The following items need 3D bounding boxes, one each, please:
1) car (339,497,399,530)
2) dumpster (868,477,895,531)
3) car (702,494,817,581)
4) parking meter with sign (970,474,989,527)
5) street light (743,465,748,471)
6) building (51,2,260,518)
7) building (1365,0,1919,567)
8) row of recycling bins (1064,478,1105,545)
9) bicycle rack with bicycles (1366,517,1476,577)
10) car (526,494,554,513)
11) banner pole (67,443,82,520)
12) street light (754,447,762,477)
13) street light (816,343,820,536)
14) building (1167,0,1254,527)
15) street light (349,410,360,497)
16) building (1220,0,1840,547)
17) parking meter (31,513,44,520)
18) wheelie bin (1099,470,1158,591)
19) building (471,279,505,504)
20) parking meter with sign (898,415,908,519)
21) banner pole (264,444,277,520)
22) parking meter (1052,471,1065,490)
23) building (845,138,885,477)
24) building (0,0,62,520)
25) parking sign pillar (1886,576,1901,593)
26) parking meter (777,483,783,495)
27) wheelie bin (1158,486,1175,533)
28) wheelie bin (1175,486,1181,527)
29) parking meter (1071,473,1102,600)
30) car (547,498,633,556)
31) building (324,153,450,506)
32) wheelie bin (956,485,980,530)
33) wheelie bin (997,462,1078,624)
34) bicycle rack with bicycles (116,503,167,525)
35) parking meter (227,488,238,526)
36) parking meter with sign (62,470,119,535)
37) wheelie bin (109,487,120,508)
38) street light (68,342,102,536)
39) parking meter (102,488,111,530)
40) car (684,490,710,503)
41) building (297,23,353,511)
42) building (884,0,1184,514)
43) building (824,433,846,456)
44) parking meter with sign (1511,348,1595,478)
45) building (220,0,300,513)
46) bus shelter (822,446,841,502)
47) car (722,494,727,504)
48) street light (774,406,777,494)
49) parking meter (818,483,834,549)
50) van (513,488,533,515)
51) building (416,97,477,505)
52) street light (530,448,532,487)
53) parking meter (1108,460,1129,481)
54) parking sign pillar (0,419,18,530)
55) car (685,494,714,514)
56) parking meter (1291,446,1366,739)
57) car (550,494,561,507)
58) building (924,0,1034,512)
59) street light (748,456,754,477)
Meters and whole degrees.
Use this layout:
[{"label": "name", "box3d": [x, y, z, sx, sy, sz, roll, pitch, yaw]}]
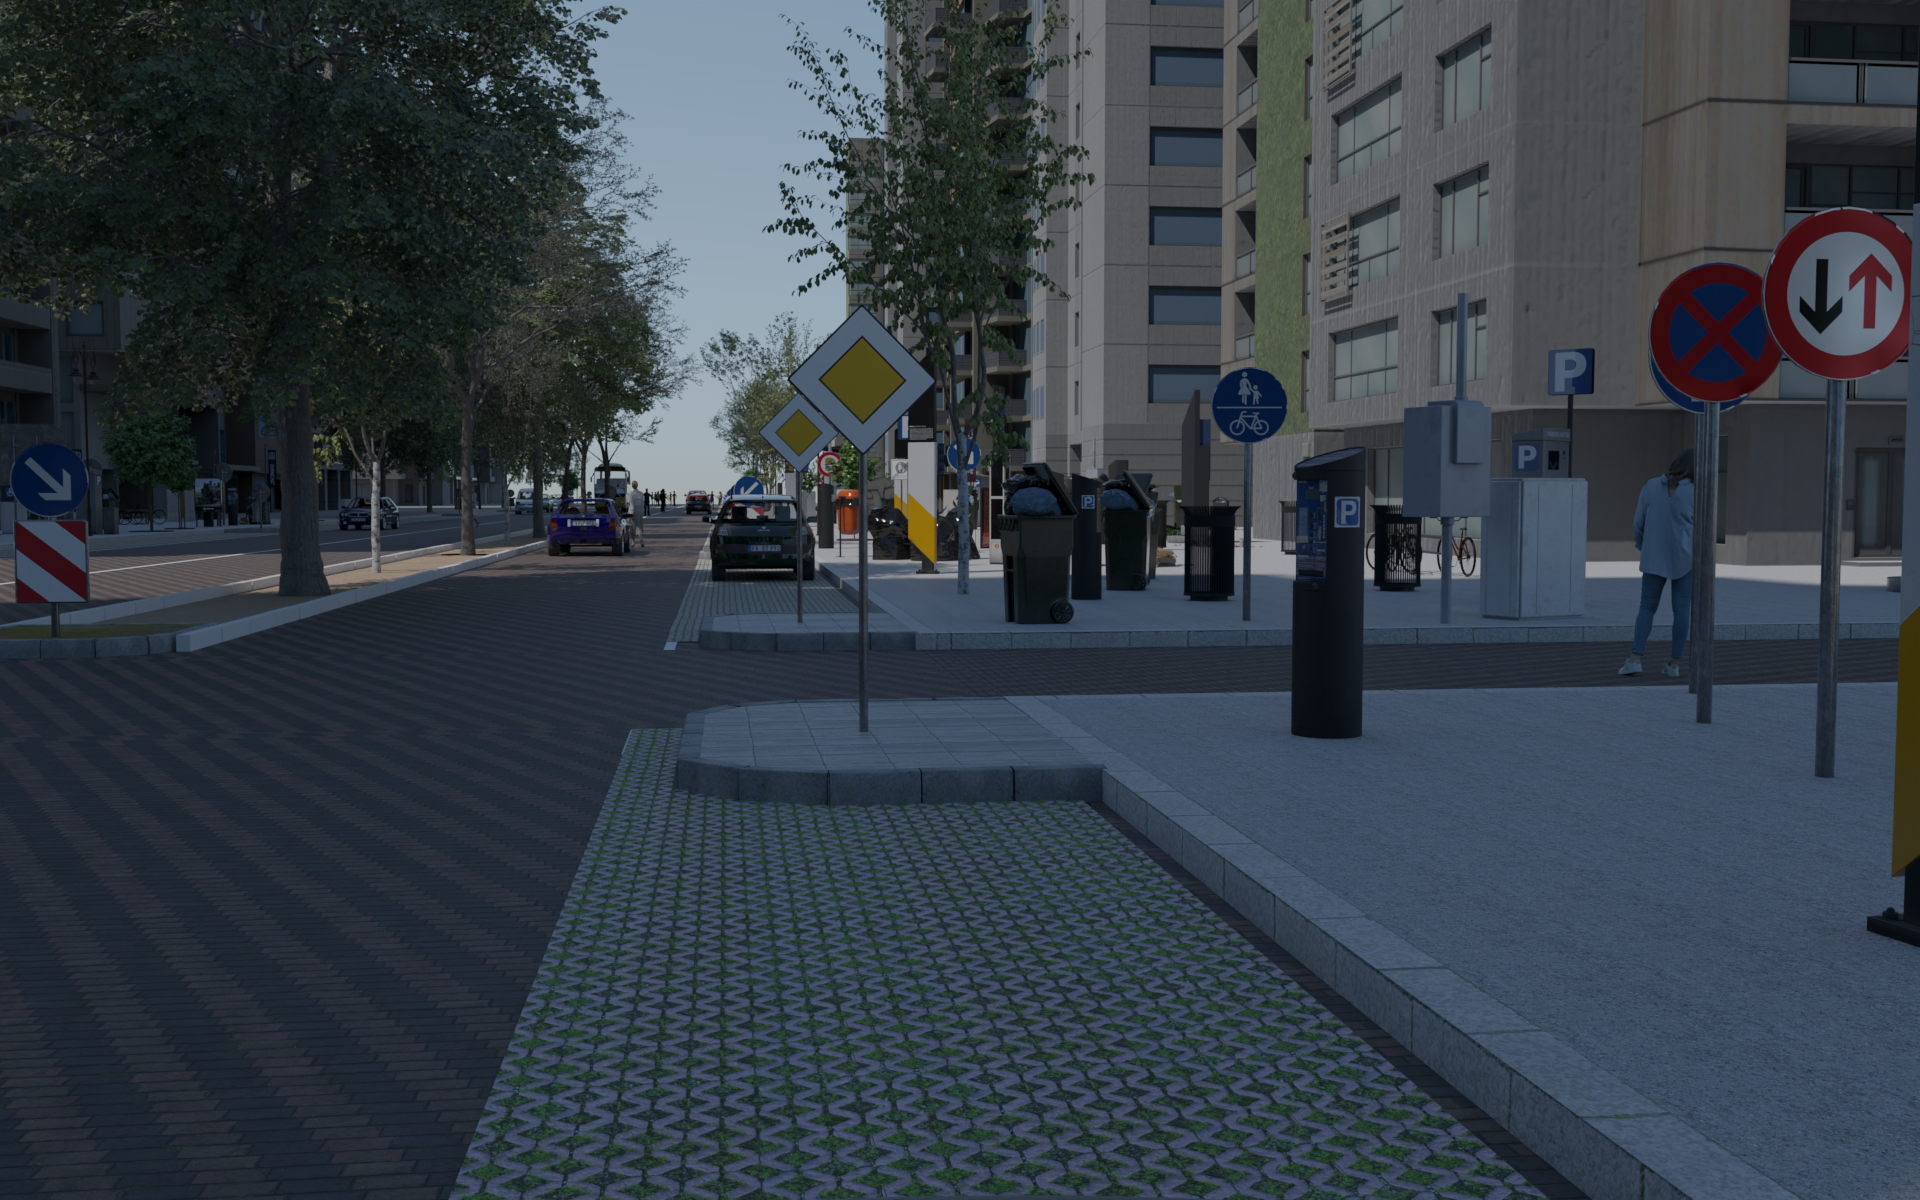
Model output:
[{"label": "car", "box3d": [-23.857, -3.509, 69.957, 1.945, 1.354, 3.894, 0, 4, -6]}, {"label": "dumpster", "box3d": [-2.714, -3.232, 58.601, 1.264, 1.857, 1.865, 0, 4, -8]}, {"label": "car", "box3d": [-3.441, -1.229, 29.883, 2.009, 1.686, 4.222, 0, 4, -8]}, {"label": "parking meter with sign", "box3d": [0.862, -4.346, 67.313, 0.543, 3.016, 1.738, 2, 4, 33]}, {"label": "street light", "box3d": [-25.814, -14.566, 210.934, 0.468, 5.910, 1.993, 0, 4, -8]}, {"label": "building", "box3d": [-58.039, -31.163, 98.754, 28.713, 52.752, 27.495, 0, 4, -8]}, {"label": "building", "box3d": [16.217, -21.509, 35.261, 14.086, 41.232, 14.154, 0, 4, -8]}, {"label": "row of recycling bins", "box3d": [2.558, -2.336, 45.313, 1.069, 1.692, 3.534, -3, 4, -38]}, {"label": "bicycle rack with bicycles", "box3d": [6.818, -0.890, 27.933, 2.852, 0.926, 2.925, 0, 4, 1]}, {"label": "car", "box3d": [-32.847, -7.746, 135.437, 1.959, 1.807, 4.718, 0, 4, -7]}, {"label": "banner pole", "box3d": [-43.370, -5.795, 84.760, 0.863, 3.779, 0.401, -1, 4, -20]}, {"label": "street light", "box3d": [-14.912, -9.582, 129.461, 0.468, 5.910, 1.993, 0, 4, -8]}, {"label": "street light", "box3d": [-4.359, -4.921, 53.246, 0.468, 5.910, 1.993, 0, 4, -8]}, {"label": "building", "box3d": [13.996, -32.902, 79.950, 21.231, 58.520, 28.212, 0, 4, -8]}, {"label": "street light", "box3d": [-31.730, -7.229, 90.980, 0.468, 5.910, 1.993, 0, 4, -8]}, {"label": "building", "box3d": [15.159, -22.488, 51.274, 14.154, 41.232, 14.086, 0, 4, -8]}, {"label": "parking meter", "box3d": [-28.783, -2.959, 54.091, 0.399, 1.863, 0.255, 1, 4, 9]}, {"label": "wheelie bin", "box3d": [2.222, -0.933, 23.164, 0.693, 1.594, 0.980, 1, 4, 10]}, {"label": "building", "box3d": [-68.714, -33.473, 230.871, 14.154, 41.232, 14.086, 0, 4, -8]}, {"label": "parking meter with sign", "box3d": [-0.896, -2.510, 37.295, 0.543, 3.016, 1.738, -1, 4, -14]}, {"label": "banner pole", "box3d": [-34.268, -5.870, 85.989, 0.863, 3.779, 0.401, 1, 4, 15]}, {"label": "parking meter", "box3d": [2.386, -2.278, 42.954, 0.399, 1.863, 0.255, -1, 4, -16]}, {"label": "building", "box3d": [-6.416, -31.735, 202.465, 14.154, 41.232, 14.086, 0, 4, -8]}, {"label": "building", "box3d": [-51.903, -27.259, 69.380, 21.300, 48.544, 21.600, 0, 4, -8]}, {"label": "parking sign pillar", "box3d": [12.937, -2.084, 22.541, 1.447, 3.967, 1.447, 1, 4, 9]}, {"label": "parking meter", "box3d": [-9.240, -5.087, 88.881, 0.255, 1.863, 0.399, -1, 4, -9]}, {"label": "wheelie bin", "box3d": [2.598, -1.115, 26.141, 0.980, 1.594, 0.693, 3, 4, 37]}, {"label": "wheelie bin", "box3d": [8.216, -3.447, 64.272, 0.980, 1.594, 0.693, 0, 4, 0]}, {"label": "parking meter", "box3d": [1.541, -0.774, 21.073, 0.372, 1.533, 0.369, 0, 3, 0]}, {"label": "car", "box3d": [-8.820, -1.761, 41.373, 1.945, 1.354, 3.894, 0, 4, -7]}, {"label": "building", "box3d": [-63.621, -30.769, 186.660, 14.154, 41.232, 14.086, 0, 4, -8]}, {"label": "wheelie bin", "box3d": [0.288, -3.339, 62.503, 0.693, 1.594, 0.980, -3, 4, -38]}, {"label": "wheelie bin", "box3d": [0.759, -0.572, 17.256, 0.693, 1.594, 0.980, -1, 4, -18]}, {"label": "bicycle rack with bicycles", "box3d": [-34.844, -3.619, 72.555, 2.925, 0.926, 2.852, -2, 4, -26]}, {"label": "parking meter", "box3d": [-29.582, -3.794, 70.437, 0.372, 1.533, 0.369, 0, 3, 0]}, {"label": "parking meter with sign", "box3d": [-27.625, -3.586, 54.891, 1.738, 3.016, 0.543, 0, 4, -2]}, {"label": "wheelie bin", "box3d": [-36.442, -4.062, 74.326, 0.693, 1.594, 0.980, -2, 4, -33]}, {"label": "street light", "box3d": [-26.530, -4.883, 52.622, 0.468, 5.910, 1.993, 0, 4, -8]}, {"label": "parking meter", "box3d": [-30.892, -3.318, 62.666, 0.372, 1.533, 0.369, 0, 3, 0]}, {"label": "car", "box3d": [-23.323, -8.868, 153.656, 2.281, 1.827, 5.304, -1, 4, -9]}, {"label": "building", "box3d": [-60.116, -42.703, 136.441, 20.563, 71.187, 20.611, 0, 4, -8]}, {"label": "building", "box3d": [4.253, -36.800, 143.683, 21.231, 58.520, 28.212, 0, 4, -8]}, {"label": "building", "box3d": [-4.405, -24.115, 239.314, 27.650, 21.520, 28.899, 0, 4, -8]}, {"label": "parking meter with sign", "box3d": [6.774, -1.471, 20.320, 0.543, 3.016, 1.738, 3, 5, 44]}, {"label": "building", "box3d": [-54.763, -28.765, 120.423, 14.600, 45.320, 14.200, 0, 4, -8]}, {"label": "bus shelter", "box3d": [-6.206, -5.844, 86.838, 1.731, 3.624, 6.357, 0, 4, -8]}, {"label": "car", "box3d": [-30.966, -13.619, 232.266, 1.945, 1.707, 3.694, -1, 4, -9]}, {"label": "street light", "box3d": [-9.700, -7.238, 91.122, 0.468, 5.910, 1.993, 0, 4, -8]}, {"label": "parking meter", "box3d": [-3.150, -1.977, 40.739, 0.372, 1.533, 0.369, 0, 3, 0]}, {"label": "van", "box3d": [-30.554, -7.070, 122.598, 2.013, 2.044, 4.112, -1, 4, -10]}, {"label": "building", "box3d": [-71.759, -35.972, 207.753, 23.786, 49.044, 30.456, 0, 4, -8]}, {"label": "street light", "box3d": [-42.869, -12.244, 172.975, 0.468, 5.910, 1.993, 0, 4, -8]}, {"label": "parking meter", "box3d": [2.724, -1.475, 29.836, 0.255, 1.863, 0.399, -1, 4, -14]}, {"label": "parking sign pillar", "box3d": [-33.976, -4.476, 61.655, 1.447, 3.967, 1.447, -3, 5, -42]}, {"label": "car", "box3d": [-18.534, -6.929, 123.079, 2.009, 1.686, 4.222, 0, 4, -6]}, {"label": "parking meter", "box3d": [1.957, -0.049, 9.206, 0.372, 1.533, 0.369, 0, 3, 0]}, {"label": "car", "box3d": [-40.969, -10.027, 175.949, 2.014, 1.417, 4.499, 0, 4, -7]}, {"label": "building", "box3d": [9.237, -28.219, 116.012, 22.147, 44.769, 28.867, 0, 4, -8]}, {"label": "street light", "box3d": [-19.949, -11.902, 167.378, 0.468, 5.910, 1.993, 0, 4, -8]}]
